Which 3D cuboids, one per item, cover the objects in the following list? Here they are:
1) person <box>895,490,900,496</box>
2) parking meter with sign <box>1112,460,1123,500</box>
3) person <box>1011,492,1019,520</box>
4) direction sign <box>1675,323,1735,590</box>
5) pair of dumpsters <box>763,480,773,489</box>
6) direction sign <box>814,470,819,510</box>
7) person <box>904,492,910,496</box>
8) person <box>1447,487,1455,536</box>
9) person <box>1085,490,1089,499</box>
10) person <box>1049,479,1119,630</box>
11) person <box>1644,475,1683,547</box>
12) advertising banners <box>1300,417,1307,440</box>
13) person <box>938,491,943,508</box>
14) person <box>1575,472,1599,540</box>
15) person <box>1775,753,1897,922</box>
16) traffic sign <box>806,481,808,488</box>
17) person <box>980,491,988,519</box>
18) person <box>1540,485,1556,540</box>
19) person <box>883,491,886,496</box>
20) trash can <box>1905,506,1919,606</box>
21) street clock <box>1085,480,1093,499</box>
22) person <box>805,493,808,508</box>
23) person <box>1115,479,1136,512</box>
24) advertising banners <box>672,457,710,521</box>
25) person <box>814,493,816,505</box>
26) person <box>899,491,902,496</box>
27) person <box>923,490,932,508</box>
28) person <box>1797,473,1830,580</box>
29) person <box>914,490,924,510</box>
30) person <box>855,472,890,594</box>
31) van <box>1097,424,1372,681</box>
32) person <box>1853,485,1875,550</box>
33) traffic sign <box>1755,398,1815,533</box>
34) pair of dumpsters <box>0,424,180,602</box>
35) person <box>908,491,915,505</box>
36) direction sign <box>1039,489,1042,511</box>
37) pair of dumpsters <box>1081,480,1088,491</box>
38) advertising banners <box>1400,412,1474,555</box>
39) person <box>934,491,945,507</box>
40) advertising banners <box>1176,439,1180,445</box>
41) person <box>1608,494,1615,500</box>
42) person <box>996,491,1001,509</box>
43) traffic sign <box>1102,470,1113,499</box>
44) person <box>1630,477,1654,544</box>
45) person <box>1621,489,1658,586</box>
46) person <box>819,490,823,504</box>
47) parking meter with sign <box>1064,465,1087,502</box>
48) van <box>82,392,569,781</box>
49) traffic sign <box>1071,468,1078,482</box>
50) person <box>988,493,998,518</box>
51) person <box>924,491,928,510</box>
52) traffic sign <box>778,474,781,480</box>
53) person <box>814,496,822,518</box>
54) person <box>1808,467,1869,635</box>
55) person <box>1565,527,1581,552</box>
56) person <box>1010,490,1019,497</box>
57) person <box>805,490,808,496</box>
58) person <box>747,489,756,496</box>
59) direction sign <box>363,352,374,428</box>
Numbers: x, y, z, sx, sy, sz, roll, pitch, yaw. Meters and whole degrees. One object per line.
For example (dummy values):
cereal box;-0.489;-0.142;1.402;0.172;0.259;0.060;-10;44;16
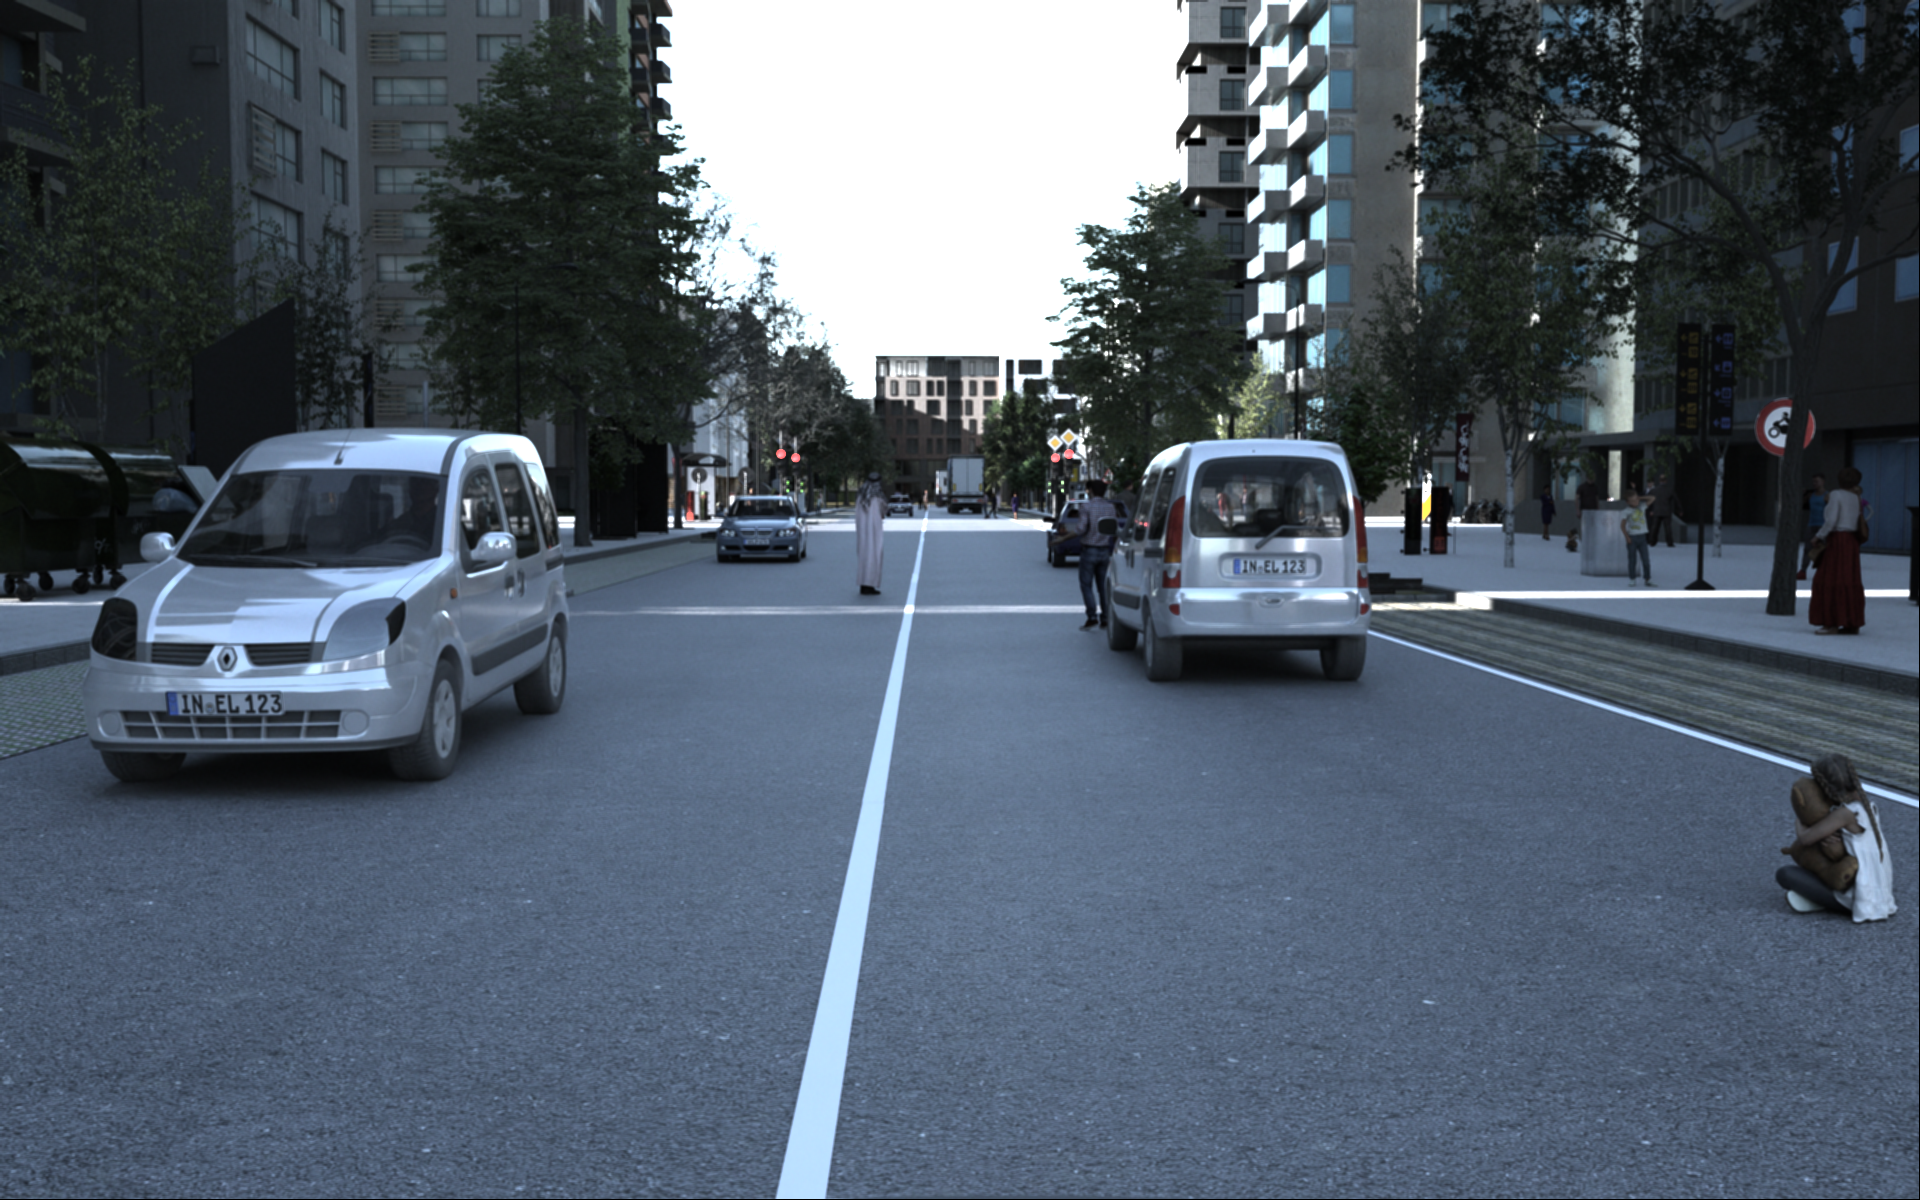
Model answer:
person;-6.161;-9.837;169.204;0.709;1.838;0.599;1;4;14
parking meter with sign;7.487;-5.261;82.274;0.543;3.016;1.738;2;4;26
person;2.955;-5.085;94.006;0.453;1.535;0.546;-3;5;-40
direction sign;9.918;-1.903;23.113;0.876;3.537;0.379;-1;4;-16
pair of dumpsters;-12.641;-6.886;115.081;1.574;2.255;4.437;0;4;-1
direction sign;-11.461;-8.942;138.206;0.379;3.537;0.876;-2;4;-27
person;-6.457;-12.450;212.850;1.217;1.735;0.721;-2;4;-26
person;14.885;-2.724;53.125;0.480;1.512;0.613;3;4;38
person;6.821;-5.104;91.700;0.499;1.552;0.429;-3;5;-41
person;1.428;-0.482;18.333;0.963;1.587;0.435;-3;4;-38
person;17.133;-2.181;42.262;0.990;1.755;0.434;3;4;38
advertising banners;7.795;-2.706;40.425;0.090;3.025;2.074;0;4;-3
person;-2.011;-10.545;181.830;0.541;1.710;0.530;-1;4;-11
person;14.148;-2.008;39.004;0.598;1.807;0.434;0;4;-7
person;3.020;0.796;5.954;0.357;0.543;0.381;3;4;36
traffic sign;-13.541;-9.552;156.283;0.768;2.556;0.104;0;4;3
person;1.453;-5.490;100.216;0.435;1.587;0.963;1;4;8
person;16.383;-2.426;48.086;0.453;1.535;0.546;-2;4;-35
person;-7.497;-9.819;169.752;0.721;1.735;1.217;-1;4;-14
trash can;11.215;-0.499;19.806;0.748;1.137;0.748;0;3;0
street clock;6.794;-5.285;90.974;0.471;2.002;0.358;0;4;-7
person;-12.967;-8.304;145.715;0.435;1.345;0.340;1;4;13
person;3.875;-1.830;38.948;0.750;1.759;0.617;-3;4;-37
advertising banners;-12.854;-5.286;82.617;2.074;3.025;0.090;2;4;25
person;-17.521;-12.201;206.254;1.217;1.735;0.721;-2;4;-32
person;-7.013;-11.818;202.400;0.551;1.740;0.621;1;4;11
person;-3.526;-10.214;175.632;1.348;1.807;0.705;-1;4;-15
person;12.741;-1.100;25.890;0.662;1.594;0.647;-3;4;-36
person;-3.667;-9.249;159.864;1.348;1.807;0.705;-2;4;-34
person;-1.260;-0.956;24.798;0.551;1.740;0.621;1;4;12
van;2.222;-0.467;14.647;2.013;2.044;4.112;0;4;-1
person;15.359;-1.249;29.706;0.726;1.435;0.776;2;4;33
traffic sign;10.967;-1.407;23.113;0.768;2.556;0.104;0;4;5
pair of dumpsters;-11.710;-1.227;22.559;1.574;2.255;4.437;0;4;-1
person;-5.743;-11.972;204.767;1.217;1.766;0.721;0;4;4
direction sign;6.355;-8.734;134.789;0.379;3.537;0.876;-3;4;-38
pair of dumpsters;8.823;-7.296;121.787;1.574;2.255;4.437;0;4;-1
advertising banners;10.191;-2.489;36.890;2.074;3.025;0.090;-2;4;-30
person;-2.241;-11.146;190.741;1.348;1.824;0.705;-1;4;-20
advertising banners;6.918;-3.677;56.312;0.090;3.025;2.074;0;4;-4
person;29.810;-4.140;79.372;0.628;1.438;0.799;2;4;31
person;3.632;-9.350;162.039;0.551;1.740;0.621;1;4;8
traffic sign;7.216;-5.116;83.654;0.884;2.594;0.081;0;4;2
person;17.356;-2.272;43.994;0.742;1.727;0.445;3;4;37
person;9.462;-0.866;24.114;0.435;1.345;0.340;0;4;-1
person;-16.080;-11.779;199.298;0.621;1.740;0.551;0;4;-7
parking meter with sign;7.094;-6.726;106.236;0.543;3.016;1.738;-3;5;-41
van;-3.421;-0.180;9.957;2.013;2.044;4.112;0;4;-1
traffic sign;7.913;-8.493;132.740;2.265;3.308;0.079;0;4;3
person;1.942;-5.565;102.026;0.613;1.512;0.480;-2;4;-29
person;-3.115;-9.147;158.613;0.434;1.755;0.990;0;4;-7
traffic sign;-11.647;-6.836;111.776;0.884;2.594;0.081;0;4;2
person;-8.617;-5.675;105.189;0.340;1.345;0.435;1;4;20
person;8.035;-0.446;15.808;0.523;1.526;0.387;-1;4;-20
person;13.597;-1.336;38.355;0.357;0.543;0.381;2;4;24
person;5.615;-10.441;176.386;1.348;1.869;0.705;-2;4;-29
person;-19.429;-13.163;221.275;0.705;1.822;1.348;-2;4;-34
person;-10.153;-4.640;84.181;0.482;1.546;0.388;-2;4;-29
direction sign;-9.551;-2.204;28.027;0.379;3.537;0.876;-2;4;-26
